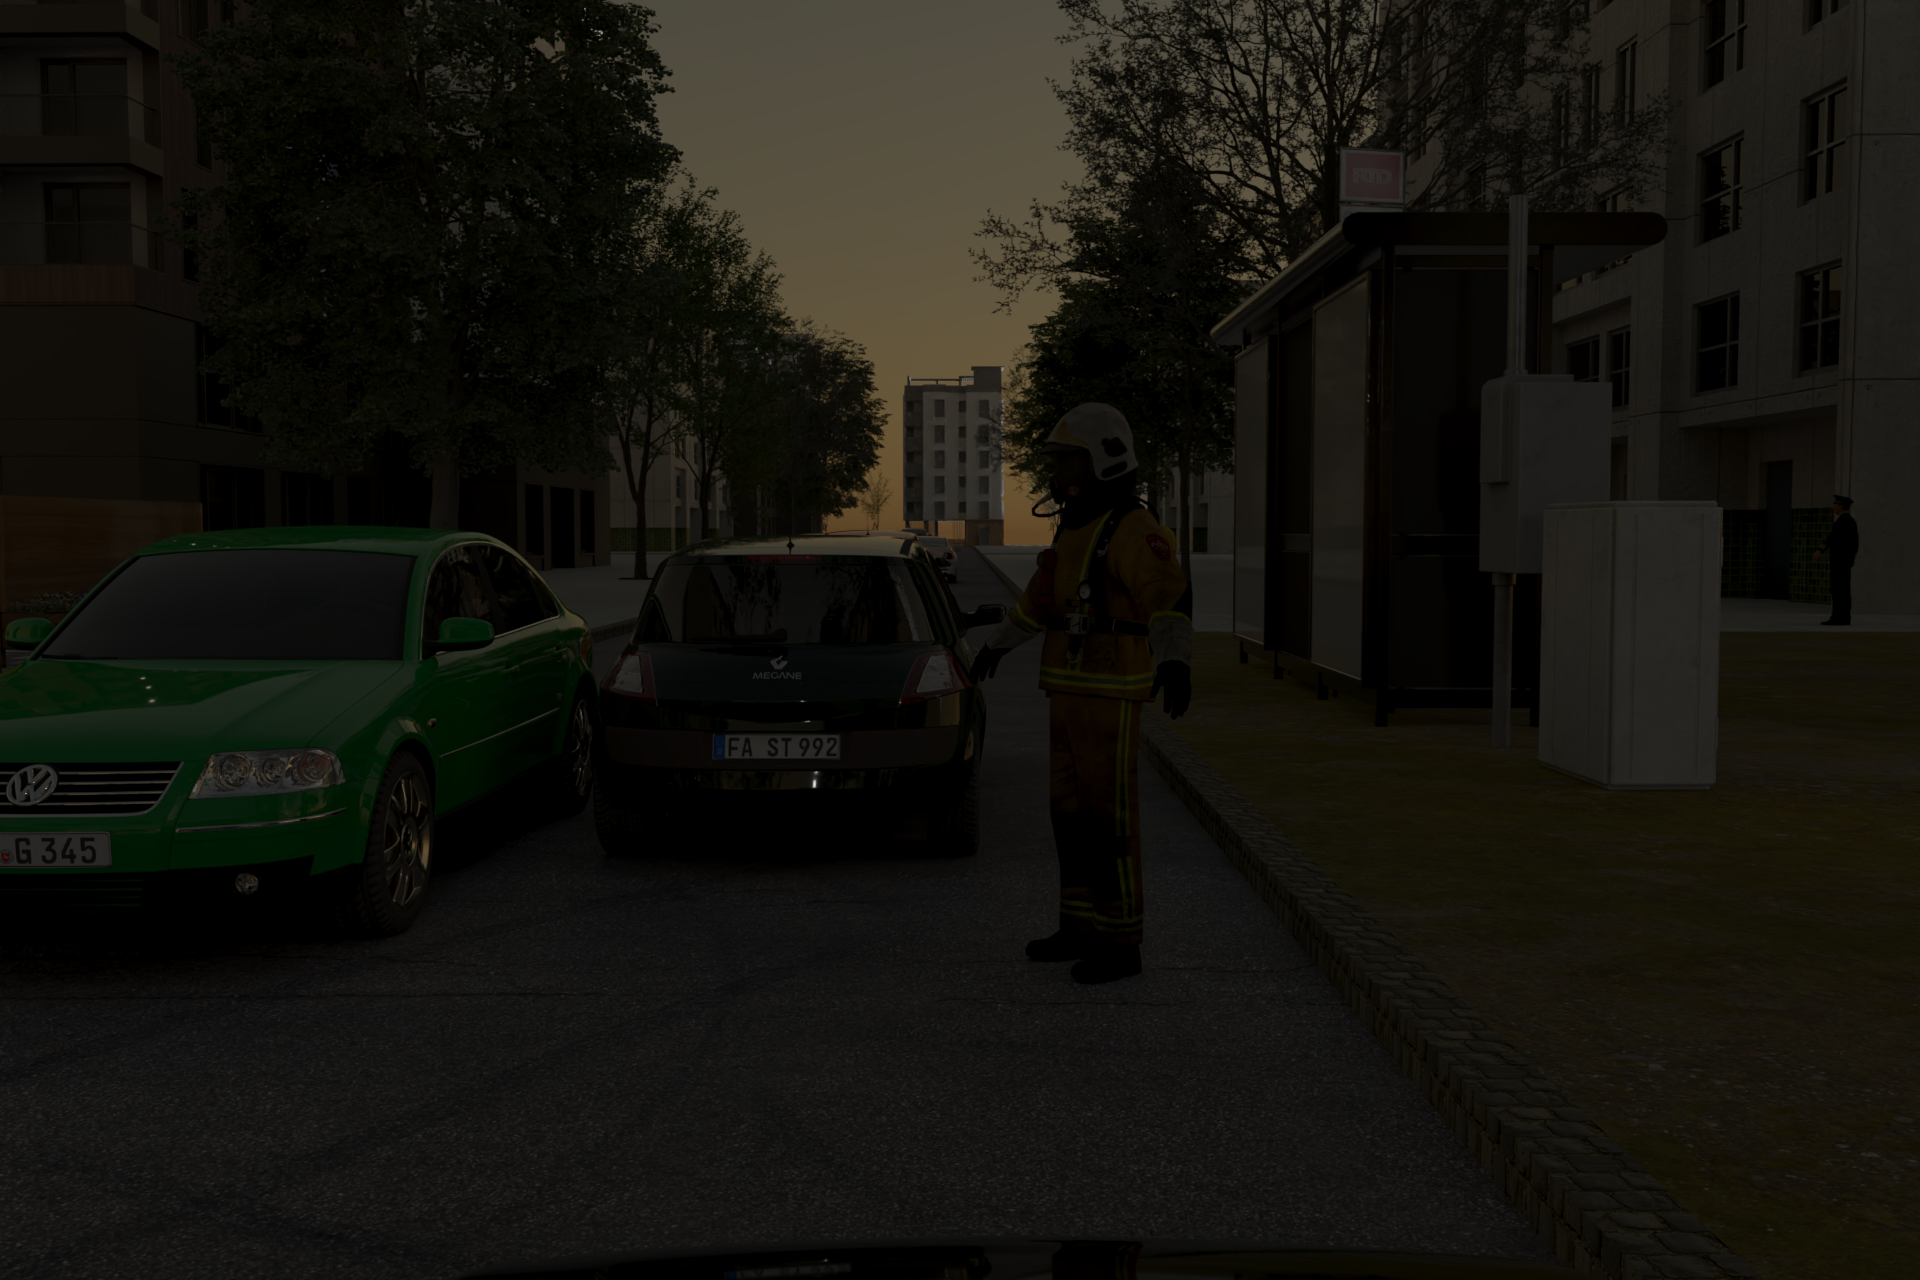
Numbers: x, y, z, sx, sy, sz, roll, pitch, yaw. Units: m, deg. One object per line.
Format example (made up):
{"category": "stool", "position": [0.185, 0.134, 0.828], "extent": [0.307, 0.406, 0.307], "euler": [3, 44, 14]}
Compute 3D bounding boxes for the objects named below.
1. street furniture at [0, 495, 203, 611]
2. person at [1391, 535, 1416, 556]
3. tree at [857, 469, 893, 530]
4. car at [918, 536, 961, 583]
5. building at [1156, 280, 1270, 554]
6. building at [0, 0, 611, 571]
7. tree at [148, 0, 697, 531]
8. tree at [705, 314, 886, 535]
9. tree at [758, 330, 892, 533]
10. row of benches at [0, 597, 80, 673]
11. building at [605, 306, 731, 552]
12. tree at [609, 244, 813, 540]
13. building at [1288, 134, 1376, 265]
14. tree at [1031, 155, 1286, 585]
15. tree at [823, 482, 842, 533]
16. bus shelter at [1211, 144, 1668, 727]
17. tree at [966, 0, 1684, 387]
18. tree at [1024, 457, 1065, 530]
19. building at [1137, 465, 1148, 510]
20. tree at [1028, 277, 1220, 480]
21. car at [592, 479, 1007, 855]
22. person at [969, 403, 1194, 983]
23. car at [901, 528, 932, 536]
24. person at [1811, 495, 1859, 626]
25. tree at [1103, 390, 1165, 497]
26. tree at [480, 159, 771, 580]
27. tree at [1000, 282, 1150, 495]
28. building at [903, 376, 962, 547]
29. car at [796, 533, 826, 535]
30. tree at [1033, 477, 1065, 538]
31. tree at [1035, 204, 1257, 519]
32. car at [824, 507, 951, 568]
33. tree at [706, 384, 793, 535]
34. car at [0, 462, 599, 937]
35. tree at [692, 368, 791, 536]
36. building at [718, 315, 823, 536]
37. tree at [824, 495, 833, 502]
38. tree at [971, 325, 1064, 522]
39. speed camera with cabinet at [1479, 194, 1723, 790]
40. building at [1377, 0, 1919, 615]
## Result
{"category": "street furniture", "position": [-11.867, -1.010, 23.373], "extent": [9.812, 1.723, 11.010], "euler": [0, 4, 3]}
{"category": "person", "position": [10.186, -2.097, 40.412], "extent": [1.347, 1.817, 0.704], "euler": [1, 4, 20]}
{"category": "tree", "position": [-9.093, -14.984, 195.355], "extent": [4.360, 8.622, 3.978], "euler": [0, 3, 0]}
{"category": "car", "position": [-1.016, -2.410, 51.771], "extent": [2.083, 1.381, 4.827], "euler": [0, 3, 0]}
{"category": "building", "position": [24.622, -16.071, 129.218], "extent": [16.747, 18.905, 31.486], "euler": [0, 4, 0]}
{"category": "building", "position": [-28.508, -12.873, 54.457], "extent": [27.936, 21.610, 32.646], "euler": [0, 4, 1]}
{"category": "tree", "position": [-9.235, -7.606, 31.022], "extent": [9.857, 13.997, 8.962], "euler": [0, 3, 0]}
{"category": "tree", "position": [-9.271, -11.418, 97.058], "extent": [12.009, 13.543, 11.850], "euler": [0, 3, 0]}
{"category": "tree", "position": [-9.094, -12.403, 109.438], "extent": [9.857, 13.997, 8.962], "euler": [0, 3, 0]}
{"category": "row of benches", "position": [-9.358, -0.002, 15.503], "extent": [1.422, 0.672, 4.104], "euler": [2, 4, 24]}
{"category": "building", "position": [-29.314, -16.823, 141.510], "extent": [16.747, 18.905, 31.486], "euler": [0, 4, 0]}
{"category": "tree", "position": [-9.046, -8.306, 61.560], "extent": [9.928, 11.665, 9.643], "euler": [0, 3, 0]}
{"category": "building", "position": [25.256, -14.980, 75.858], "extent": [19.493, 23.208, 18.063], "euler": [0, 4, 0]}
{"category": "tree", "position": [5.189, -6.567, 41.789], "extent": [7.601, 10.594, 8.767], "euler": [-1, 4, -21]}
{"category": "tree", "position": [-15.403, -15.031, 196.123], "extent": [4.737, 8.622, 4.395], "euler": [0, 3, 0]}
{"category": "bus shelter", "position": [3.570, -2.324, 15.625], "extent": [2.179, 5.291, 8.768], "euler": [0, 3, 0]}
{"category": "tree", "position": [5.675, -7.128, 26.912], "extent": [12.009, 13.543, 11.850], "euler": [0, 3, 0]}
{"category": "tree", "position": [11.189, -16.832, 200.963], "extent": [9.928, 11.665, 9.643], "euler": [0, 3, 0]}
{"category": "building", "position": [22.604, -14.150, 173.502], "extent": [9.099, 9.664, 28.070], "euler": [0, 3, 0]}
{"category": "tree", "position": [5.964, -7.836, 62.538], "extent": [7.601, 10.594, 8.767], "euler": [1, 4, 14]}
{"category": "car", "position": [-0.745, 0.041, 9.122], "extent": [2.009, 1.686, 4.222], "euler": [0, 4, 0]}
{"category": "person", "position": [0.419, 0.156, 5.680], "extent": [0.705, 1.858, 1.354], "euler": [-2, 4, -25]}
{"category": "car", "position": [-2.816, -5.878, 104.786], "extent": [2.281, 1.827, 5.304], "euler": [0, 4, 0]}
{"category": "person", "position": [12.384, -1.129, 24.395], "extent": [1.347, 1.837, 0.705], "euler": [-3, 5, -41]}
{"category": "tree", "position": [6.457, -7.325, 70.120], "extent": [4.737, 8.622, 4.395], "euler": [0, 3, 0]}
{"category": "tree", "position": [-9.093, -7.500, 48.388], "extent": [9.928, 11.665, 9.643], "euler": [0, 3, 0]}
{"category": "tree", "position": [5.704, -9.813, 78.573], "extent": [7.486, 12.596, 7.792], "euler": [0, 3, 0]}
{"category": "building", "position": [-6.169, -20.810, 199.112], "extent": [11.380, 20.090, 16.016], "euler": [0, 4, -3]}
{"category": "car", "position": [-2.311, -1.116, 28.465], "extent": [2.015, 1.641, 3.980], "euler": [0, 4, 0]}
{"category": "tree", "position": [10.726, -14.884, 193.723], "extent": [4.360, 8.622, 3.978], "euler": [0, 3, 0]}
{"category": "tree", "position": [6.154, -8.288, 53.632], "extent": [7.486, 12.596, 7.792], "euler": [0, 3, 0]}
{"category": "car", "position": [-1.188, -0.877, 23.380], "extent": [2.155, 1.783, 4.494], "euler": [0, 4, -1]}
{"category": "tree", "position": [-9.507, -7.941, 80.196], "extent": [4.737, 8.622, 4.395], "euler": [0, 3, 0]}
{"category": "car", "position": [-2.831, 0.075, 7.567], "extent": [1.959, 1.807, 4.718], "euler": [0, 4, 1]}
{"category": "tree", "position": [-9.297, -7.440, 72.008], "extent": [4.737, 8.622, 4.395], "euler": [0, 3, 0]}
{"category": "building", "position": [-29.081, -20.221, 174.583], "extent": [27.936, 21.610, 32.646], "euler": [0, 4, 0]}
{"category": "tree", "position": [-15.912, -15.345, 201.257], "extent": [4.360, 8.622, 3.978], "euler": [0, 3, 0]}
{"category": "tree", "position": [5.779, -11.393, 96.639], "extent": [12.009, 13.543, 11.850], "euler": [0, 3, 0]}
{"category": "speed camera with cabinet", "position": [3.476, -0.930, 9.542], "extent": [0.660, 3.252, 2.038], "euler": [0, 4, -2]}
{"category": "building", "position": [22.349, -10.775, 42.627], "extent": [16.747, 18.905, 31.486], "euler": [0, 3, 0]}
